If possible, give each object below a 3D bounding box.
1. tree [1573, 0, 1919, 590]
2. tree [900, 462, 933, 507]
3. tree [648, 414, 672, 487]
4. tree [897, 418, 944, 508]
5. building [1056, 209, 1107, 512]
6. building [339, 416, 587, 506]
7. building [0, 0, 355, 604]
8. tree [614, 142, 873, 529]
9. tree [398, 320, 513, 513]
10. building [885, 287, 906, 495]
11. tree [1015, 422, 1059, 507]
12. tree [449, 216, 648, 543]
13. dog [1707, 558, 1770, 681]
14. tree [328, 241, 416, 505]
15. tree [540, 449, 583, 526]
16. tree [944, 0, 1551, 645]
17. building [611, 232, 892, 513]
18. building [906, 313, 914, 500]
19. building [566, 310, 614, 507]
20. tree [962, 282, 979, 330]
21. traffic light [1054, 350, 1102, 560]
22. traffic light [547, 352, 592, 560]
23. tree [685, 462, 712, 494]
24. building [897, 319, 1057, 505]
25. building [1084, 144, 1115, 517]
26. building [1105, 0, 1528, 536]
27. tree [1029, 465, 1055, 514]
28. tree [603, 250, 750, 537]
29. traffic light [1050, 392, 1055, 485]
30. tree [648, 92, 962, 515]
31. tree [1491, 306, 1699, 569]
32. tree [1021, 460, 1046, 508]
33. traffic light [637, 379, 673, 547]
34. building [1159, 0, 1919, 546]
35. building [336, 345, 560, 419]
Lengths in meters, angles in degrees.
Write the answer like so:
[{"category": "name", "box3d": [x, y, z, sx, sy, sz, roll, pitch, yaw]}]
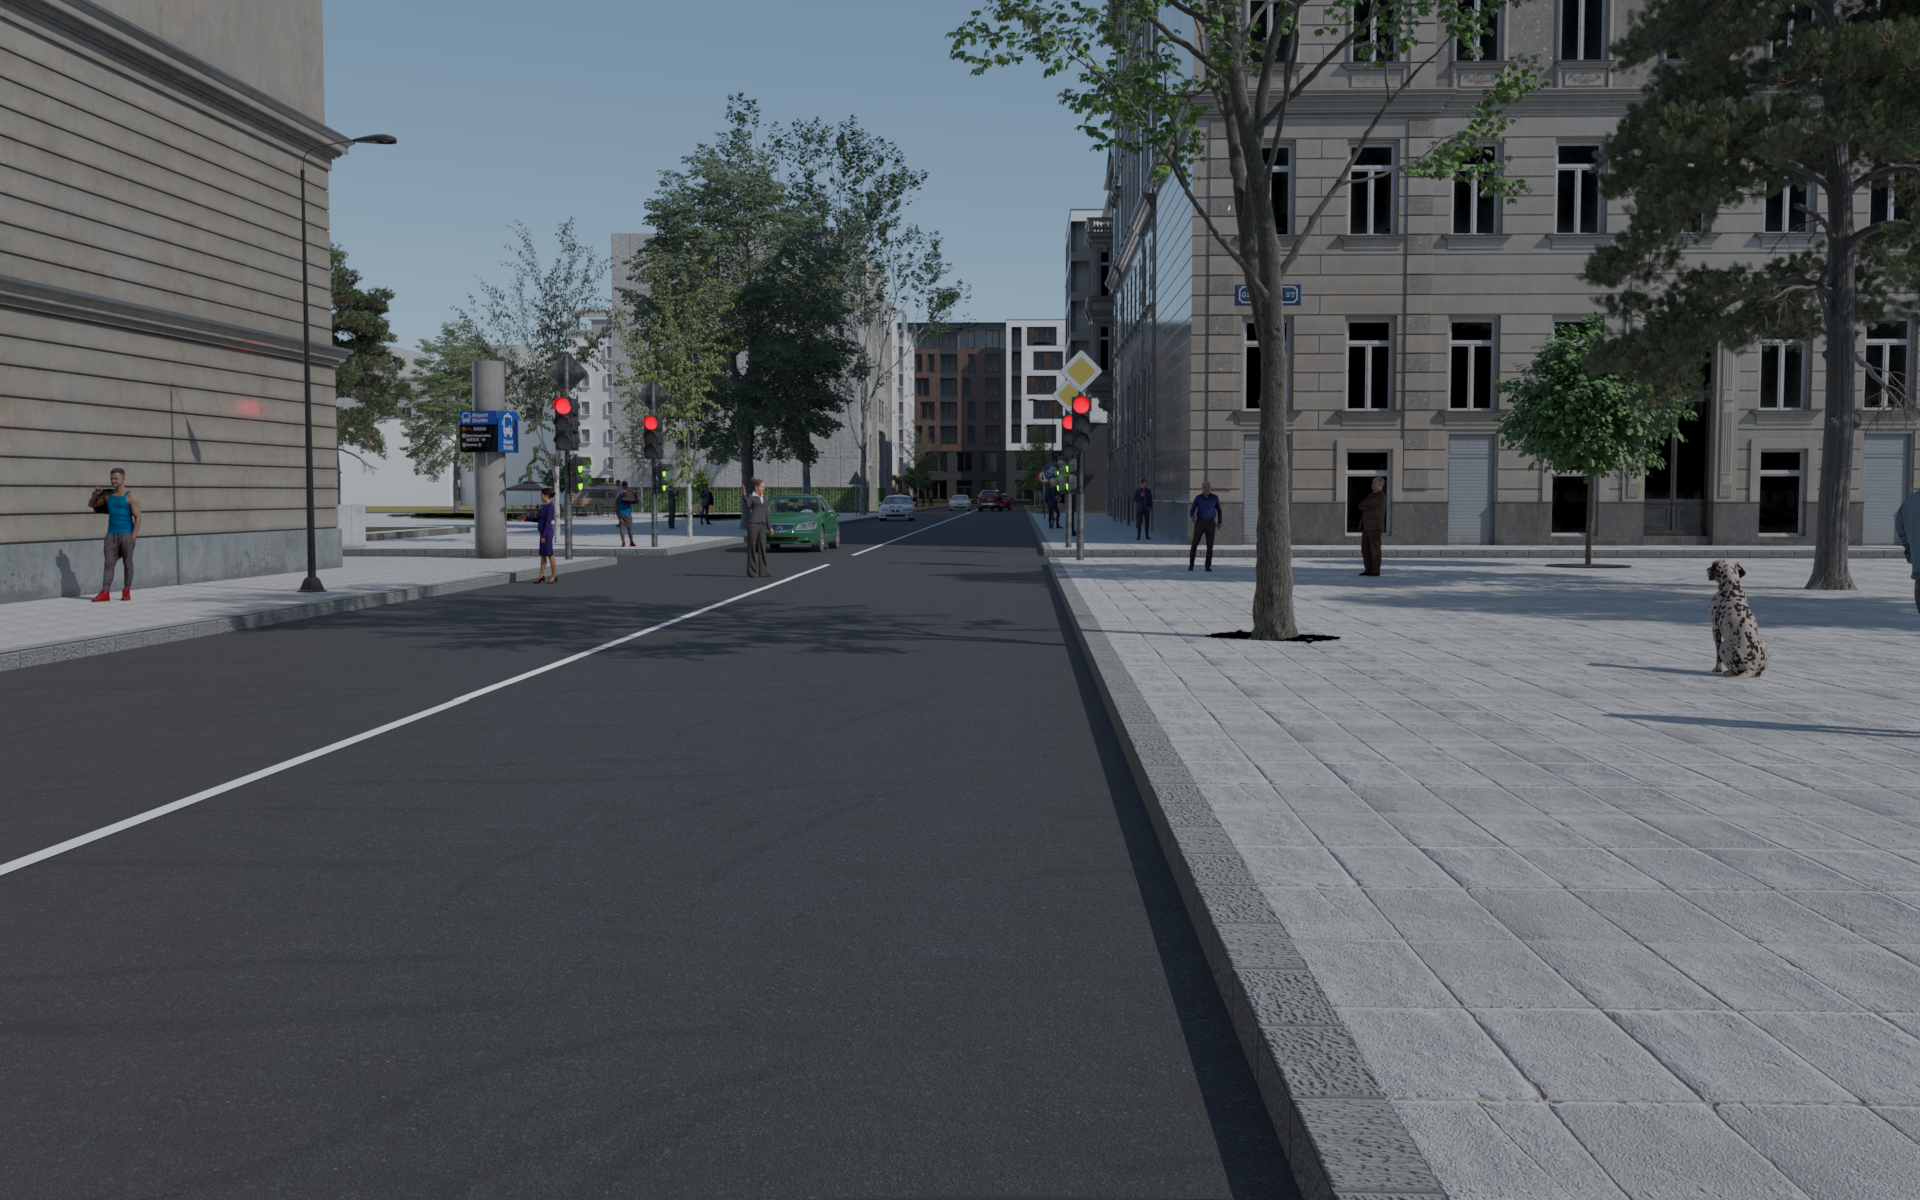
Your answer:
[{"category": "tree", "box3d": [11.704, -6.165, 22.855, 6.751, 12.117, 7.091, 0, 3, 0]}, {"category": "tree", "box3d": [-4.352, -11.658, 174.324, 4.285, 4.588, 4.351, 0, 3, 0]}, {"category": "tree", "box3d": [-20.771, -9.946, 112.981, 4.360, 8.622, 3.978, 0, 3, 0]}, {"category": "tree", "box3d": [-3.710, -13.022, 163.277, 4.360, 8.622, 3.978, 0, 3, 0]}, {"category": "building", "box3d": [22.392, -18.113, 140.119, 27.936, 21.610, 32.646, 0, 4, 2]}, {"category": "building", "box3d": [-54.227, -15.089, 188.852, 28.070, 9.664, 9.099, 0, 4, 2]}, {"category": "building", "box3d": [-27.917, -12.597, 25.039, 34.723, 24.649, 14.460, 0, 4, 2]}, {"category": "tree", "box3d": [-7.684, -9.572, 63.152, 9.857, 13.997, 8.962, 0, 3, 0]}, {"category": "tree", "box3d": [-32.697, -11.944, 113.412, 7.486, 12.596, 7.792, 0, 3, 0]}, {"category": "building", "box3d": [-13.826, -18.962, 166.445, 16.016, 20.091, 11.380, 0, 4, 2]}, {"category": "tree", "box3d": [7.725, -13.979, 178.914, 4.737, 8.622, 4.395, 0, 3, 0]}, {"category": "tree", "box3d": [-10.822, -5.803, 45.245, 4.360, 8.622, 3.978, 0, 3, 0]}, {"category": "dog", "box3d": [5.422, 0.133, 12.207, 0.513, 0.831, 0.800, 3, 4, 38]}, {"category": "tree", "box3d": [-26.471, -9.241, 73.149, 6.751, 12.117, 7.091, 0, 3, 0]}, {"category": "tree", "box3d": [-16.479, -4.652, 70.656, 1.663, 3.219, 1.824, 0, 3, 0]}, {"category": "tree", "box3d": [2.626, -5.460, 15.031, 9.928, 11.665, 9.643, 0, 3, 0]}, {"category": "building", "box3d": [-14.723, -16.315, 133.215, 16.747, 18.905, 31.486, 0, 4, 2]}, {"category": "building", "box3d": [-10.776, -20.065, 184.476, 11.380, 20.091, 16.016, 0, 4, 2]}, {"category": "building", "box3d": [-34.332, -20.055, 184.314, 11.380, 20.091, 16.016, 0, 4, 2]}, {"category": "tree", "box3d": [-5.256, -15.285, 105.799, 12.611, 20.169, 13.585, 0, 3, 0]}, {"category": "traffic light", "box3d": [2.311, -2.706, 33.484, 0.839, 4.213, 0.868, 0, 4, 2]}, {"category": "traffic light", "box3d": [-7.645, -2.726, 33.808, 0.839, 4.213, 0.868, 0, 4, 2]}, {"category": "tree", "box3d": [-15.951, -6.794, 105.676, 1.663, 3.219, 1.824, 0, 3, 0]}, {"category": "building", "box3d": [3.669, -22.787, 216.542, 32.646, 21.610, 27.936, 0, 4, 2]}, {"category": "building", "box3d": [14.365, -17.119, 98.983, 14.460, 24.649, 34.723, 0, 4, 2]}, {"category": "building", "box3d": [12.431, -16.608, 68.807, 12.463, 27.353, 25.104, 0, 4, 2]}, {"category": "tree", "box3d": [5.363, -7.290, 113.798, 1.663, 3.219, 1.824, 0, 3, 0]}, {"category": "tree", "box3d": [-8.317, -6.188, 51.535, 4.737, 8.622, 4.395, 0, 3, 0]}, {"category": "traffic light", "box3d": [2.584, -3.194, 41.464, 0.839, 4.213, 0.868, 0, 4, 2]}, {"category": "tree", "box3d": [-8.215, -13.864, 82.564, 12.611, 20.169, 13.585, 0, 3, 0]}, {"category": "tree", "box3d": [11.099, -2.850, 30.316, 4.285, 4.588, 4.351, 0, 3, 0]}, {"category": "tree", "box3d": [7.291, -10.921, 162.276, 4.285, 4.588, 4.351, 0, 3, 0]}, {"category": "traffic light", "box3d": [-7.372, -3.214, 41.788, 0.839, 4.213, 0.868, 0, 4, 2]}, {"category": "building", "box3d": [18.005, -15.321, 47.768, 25.104, 27.353, 12.463, 0, 4, 2]}, {"category": "building", "box3d": [-60.185, -21.236, 213.674, 31.486, 18.905, 16.747, 0, 4, 2]}]
